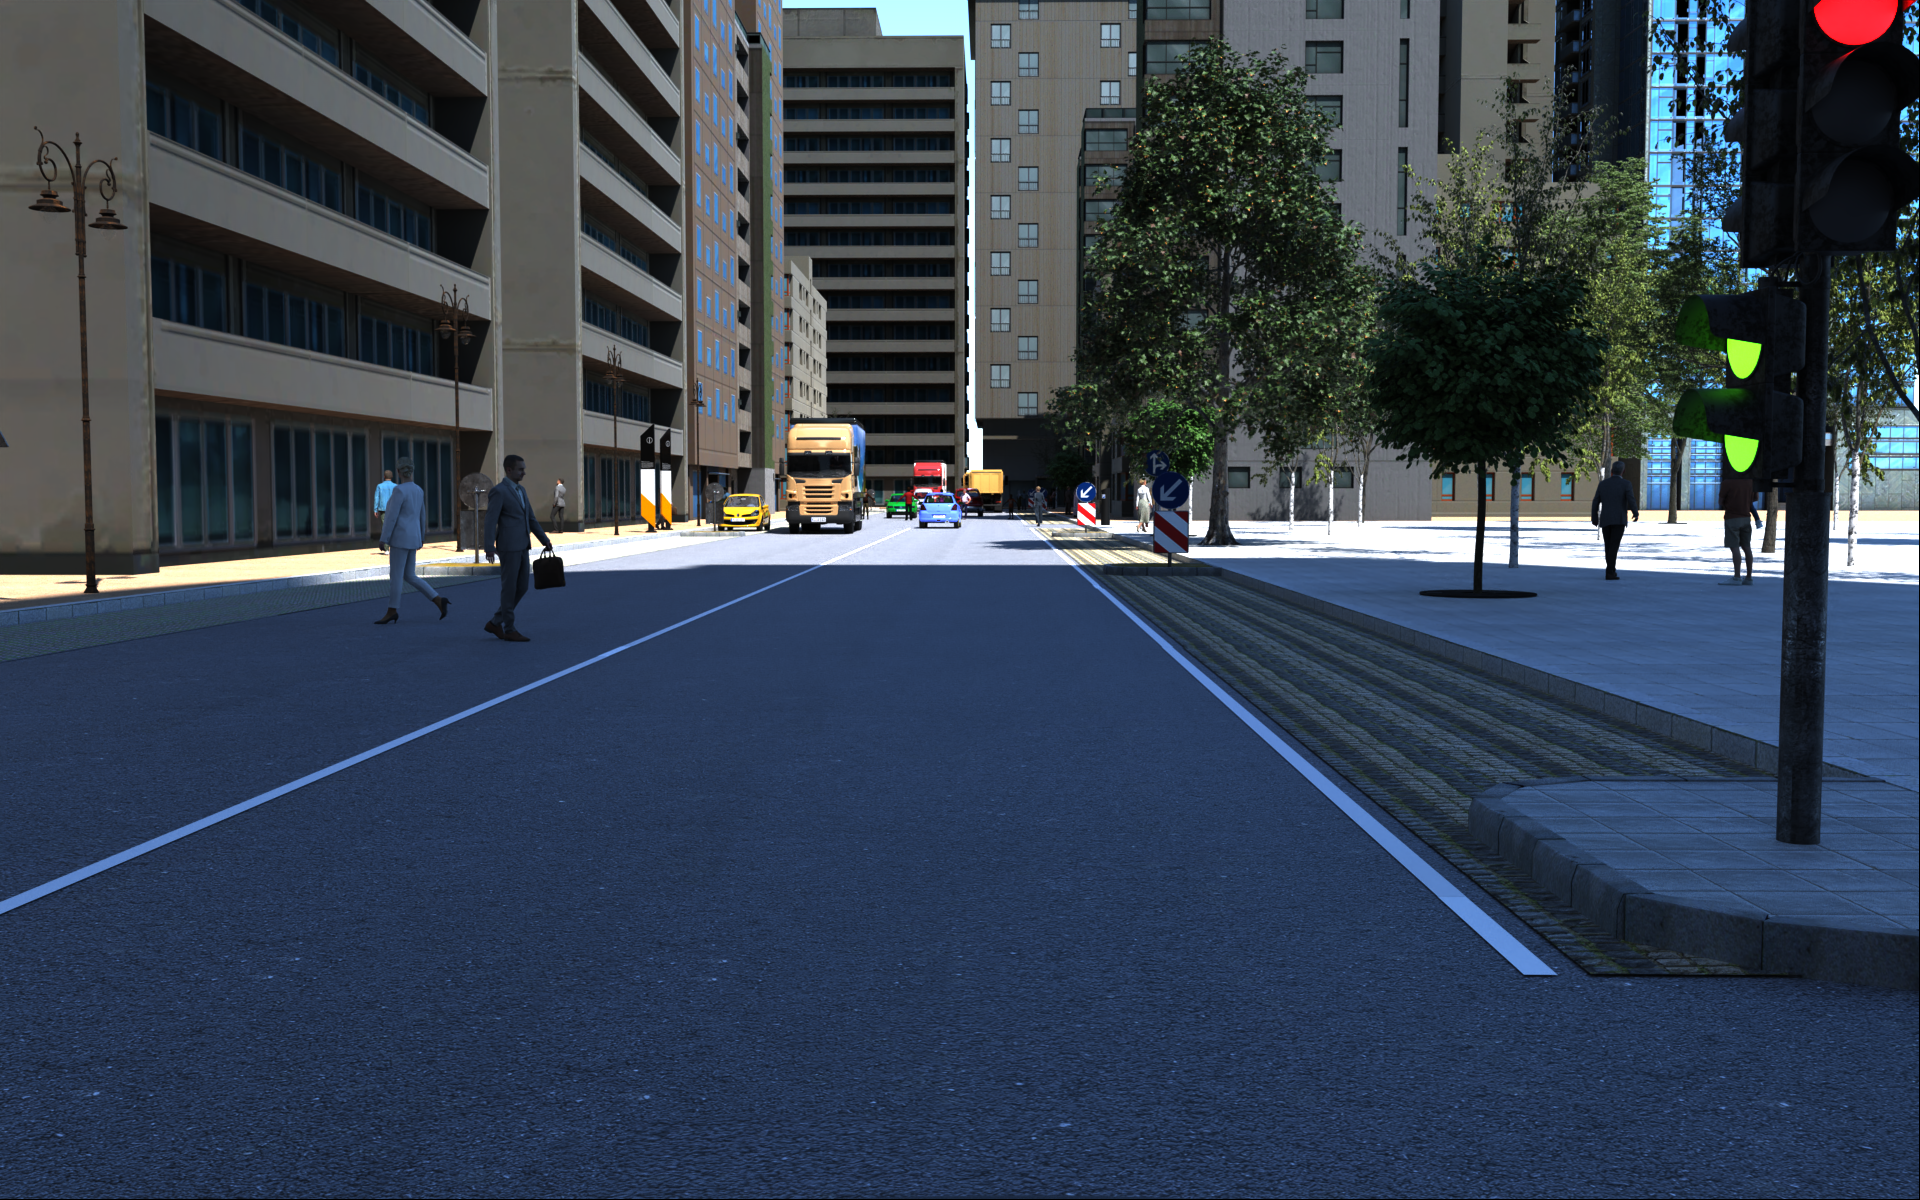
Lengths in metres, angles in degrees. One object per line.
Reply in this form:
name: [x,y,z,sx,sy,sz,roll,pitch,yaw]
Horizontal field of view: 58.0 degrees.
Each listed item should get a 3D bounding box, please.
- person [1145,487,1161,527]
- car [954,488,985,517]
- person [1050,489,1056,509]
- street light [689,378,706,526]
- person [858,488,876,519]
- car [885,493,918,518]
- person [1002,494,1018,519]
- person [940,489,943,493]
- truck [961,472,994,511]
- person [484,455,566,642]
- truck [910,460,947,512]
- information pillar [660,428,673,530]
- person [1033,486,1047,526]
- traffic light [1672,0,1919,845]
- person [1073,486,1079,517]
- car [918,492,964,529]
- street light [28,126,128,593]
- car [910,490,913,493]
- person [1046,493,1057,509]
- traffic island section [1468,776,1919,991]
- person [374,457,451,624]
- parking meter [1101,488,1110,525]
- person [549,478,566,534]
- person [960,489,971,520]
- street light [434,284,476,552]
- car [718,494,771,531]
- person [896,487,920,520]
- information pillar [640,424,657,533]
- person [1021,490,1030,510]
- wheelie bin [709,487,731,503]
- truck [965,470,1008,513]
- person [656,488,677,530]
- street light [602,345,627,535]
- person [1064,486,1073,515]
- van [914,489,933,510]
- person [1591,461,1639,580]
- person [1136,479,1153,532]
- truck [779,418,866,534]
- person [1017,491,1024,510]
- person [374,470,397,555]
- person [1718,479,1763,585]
person: [7.497,-3.715,66.696,0.836,1.842,0.656,2,4,30]
car: [0.461,-6.280,111.343,2.281,1.827,5.304,0,4,0]
person: [7.897,-8.580,147.040,0.721,1.736,1.217,1,4,21]
street light: [-10.447,-5.889,69.071,0.468,5.910,1.993,0,4,1]
person: [-5.352,-5.432,97.830,1.217,1.766,0.721,1,4,10]
car: [-3.475,-5.796,103.554,1.959,1.807,4.718,0,4,0]
person: [2.903,-5.322,98.778,1.065,1.426,0.557,2,4,35]
person: [-1.200,-6.027,107.721,1.217,1.739,0.721,-3,5,-43]
truck: [1.716,-9.480,150.928,3.469,3.379,9.791,0,4,2]
person: [-4.328,-0.505,16.874,0.853,1.813,0.709,1,4,16]
truck: [-2.514,-9.529,144.717,2.839,4.237,11.283,0,4,1]
information pillar: [-10.440,-4.290,61.498,0.183,3.616,0.504,2,4,33]
person: [3.512,-4.143,76.667,0.576,1.772,0.534,-3,4,-37]
traffic light: [3.081,-1.062,6.292,0.839,4.253,0.868,0,4,1]
person: [6.498,-5.453,95.865,0.621,1.740,0.551,-2,4,-35]
car: [-0.821,-3.899,73.342,1.945,1.707,3.694,0,4,2]
street light: [-11.270,-3.028,22.293,0.468,5.910,1.993,0,4,1]
car: [-3.899,-8.915,154.439,2.281,1.827,5.304,0,4,0]
person: [7.881,-8.621,150.258,1.065,1.426,0.557,0,4,5]
traffic island section: [3.121,0.971,6.405,2.009,0.180,2.903,0,4,1]
person: [-6.069,-0.659,19.154,0.818,1.842,0.514,-1,4,-9]
parking meter: [5.969,-3.832,71.060,0.372,1.533,0.369,0,3,0]
person: [-13.102,-3.070,56.412,0.473,1.802,0.592,2,4,35]
person: [0.230,-5.368,97.201,0.436,1.711,0.756,-3,5,-45]
street light: [-11.104,-4.004,38.258,0.468,5.910,1.993,0,4,1]
car: [-8.377,-3.486,67.225,2.015,1.641,3.980,0,3,0]
person: [-2.784,-5.233,94.002,1.348,1.831,0.705,0,4,-6]
information pillar: [-10.375,-4.055,57.657,0.504,3.616,0.183,1,4,11]
person: [5.671,-8.845,153.191,1.350,1.814,0.705,0,4,-6]
wheelie bin: [-10.238,-4.042,73.990,0.980,1.594,0.693,-1,4,-14]
truck: [2.066,-8.545,135.632,3.469,3.379,9.791,0,4,1]
person: [-10.664,-3.444,62.480,0.853,1.813,0.709,0,4,3]
street light: [-10.685,-4.950,53.719,0.468,5.910,1.993,0,4,1]
person: [6.700,-6.102,106.370,0.434,1.755,0.990,-2,4,-26]
van: [-2.733,-7.473,129.199,2.013,2.044,4.112,0,3,0]
person: [9.908,-1.205,26.148,0.661,1.777,0.834,3,4,37]
person: [6.072,-3.142,57.634,0.641,1.798,0.478,-3,4,-36]
truck: [-5.055,-4.718,66.047,2.839,4.237,11.283,0,4,-1]
person: [5.226,-8.642,150.528,0.721,1.736,1.217,-1,4,-23]
person: [-11.983,-1.832,36.341,0.601,1.785,0.444,-1,4,-19]
person: [11.013,-1.126,24.436,0.573,1.828,0.580,2,4,30]
